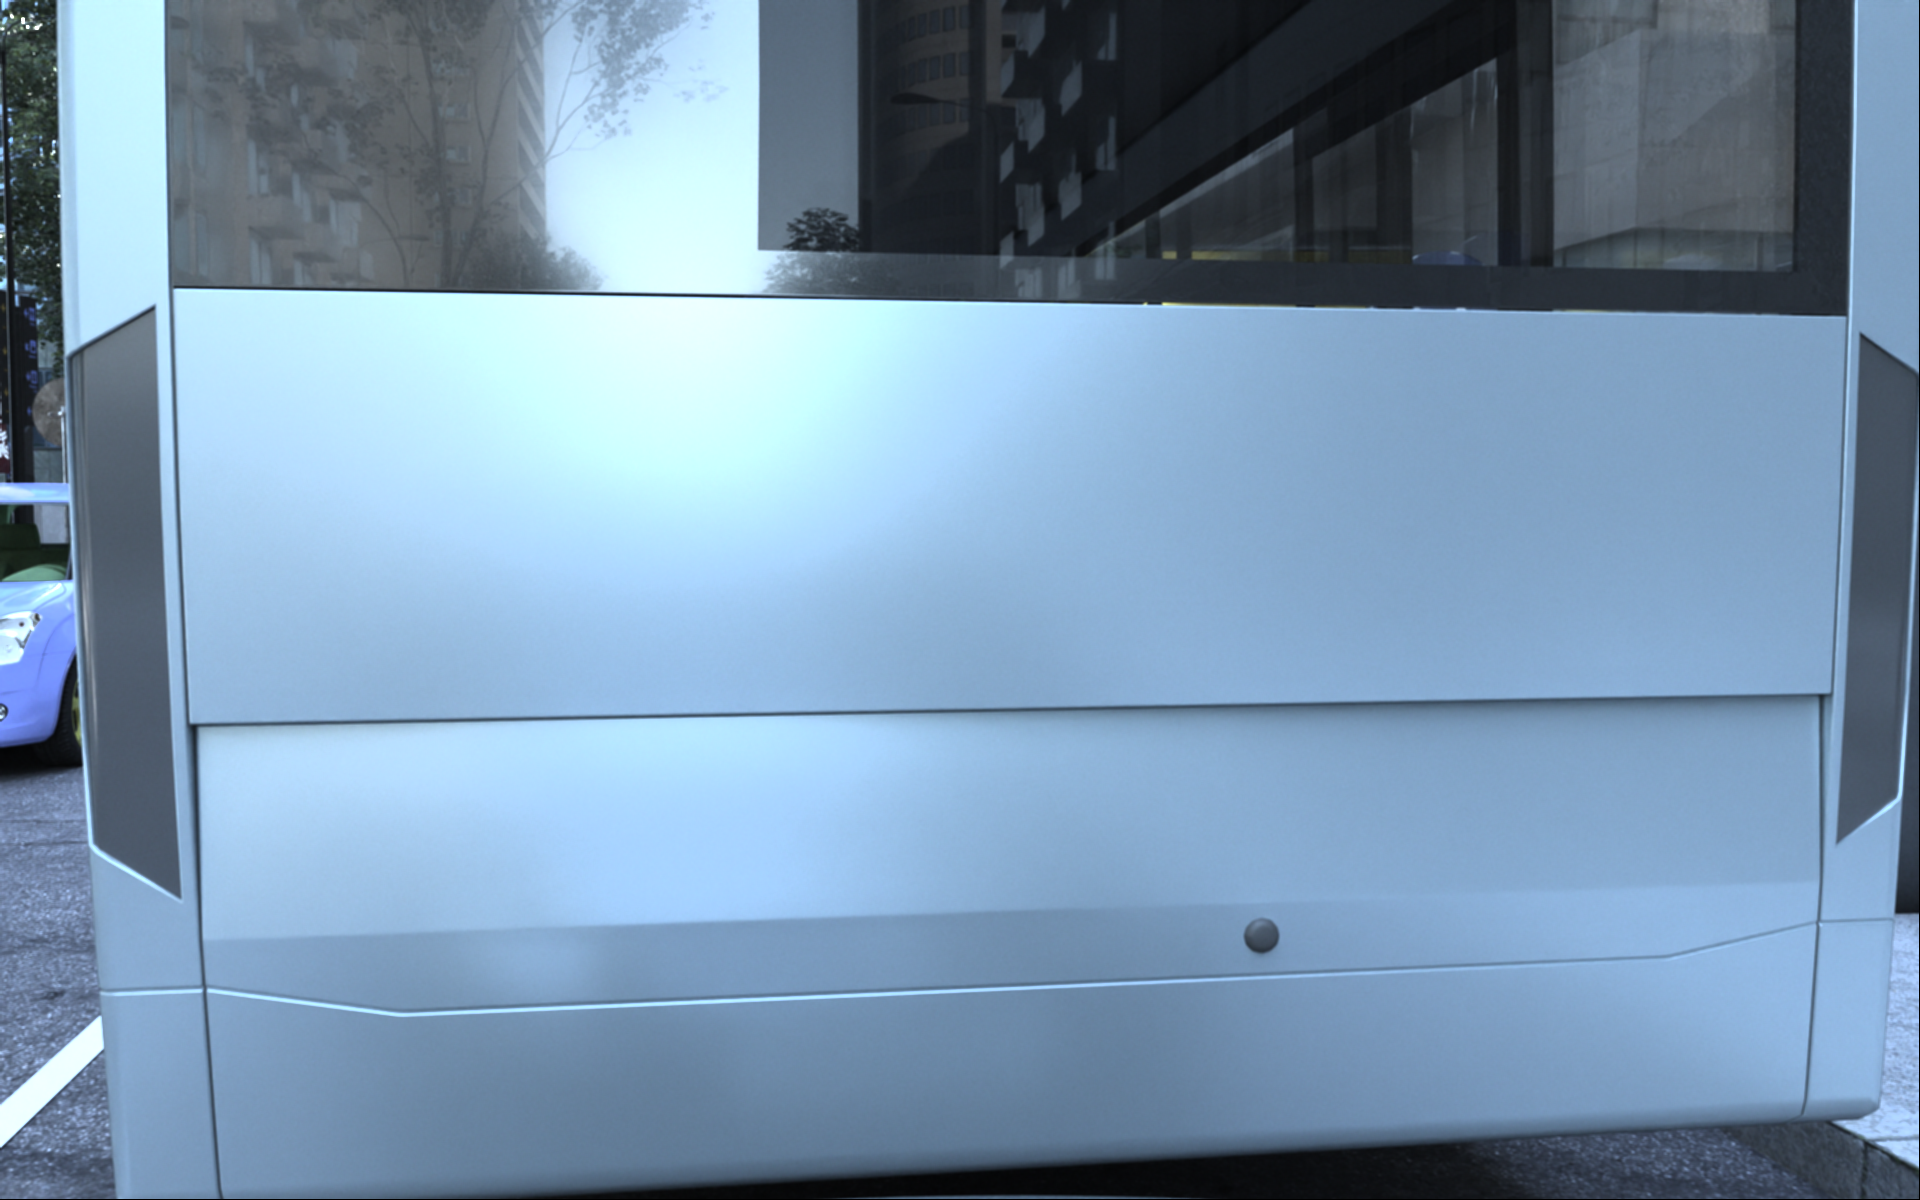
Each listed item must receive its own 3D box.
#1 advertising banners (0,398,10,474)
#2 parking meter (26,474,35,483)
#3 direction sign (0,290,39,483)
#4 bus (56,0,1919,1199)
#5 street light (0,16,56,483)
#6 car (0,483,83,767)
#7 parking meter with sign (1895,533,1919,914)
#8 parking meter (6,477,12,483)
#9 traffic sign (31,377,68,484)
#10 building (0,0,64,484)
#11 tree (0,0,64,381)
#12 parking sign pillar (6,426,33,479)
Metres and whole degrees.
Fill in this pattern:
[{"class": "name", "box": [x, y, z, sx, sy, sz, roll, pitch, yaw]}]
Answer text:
[{"class": "advertising banners", "box": [-12.598, -1.586, 22.124, 0.090, 3.025, 2.074, 0, 4, -2]}, {"class": "parking meter", "box": [-24.877, -2.477, 46.212, 0.399, 1.863, 0.255, -3, 5, -41]}, {"class": "direction sign", "box": [-10.675, -1.695, 19.709, 0.379, 3.537, 0.876, 0, 4, -4]}, {"class": "bus", "box": [-0.838, -0.856, 8.863, 2.948, 3.499, 13.247, -1, 4, -9]}, {"class": "street light", "box": [-8.513, -2.695, 16.605, 1.470, 5.913, 1.316, -1, 4, -9]}, {"class": "car", "box": [-5.592, -0.032, 10.109, 1.945, 1.707, 3.694, -1, 4, -8]}, {"class": "parking meter with sign", "box": [2.986, -0.568, 5.547, 0.543, 3.016, 1.738, 0, 4, -2]}, {"class": "parking meter", "box": [-31.453, -3.168, 57.505, 0.255, 1.863, 0.399, 0, 4, -6]}, {"class": "traffic sign", "box": [-9.732, -1.149, 18.894, 0.768, 2.556, 0.104, 0, 4, -2]}, {"class": "building", "box": [-37.358, -47.216, 84.655, 22.319, 86.520, 31.000, -1, 4, -9]}, {"class": "tree", "box": [-12.386, -7.540, 29.941, 9.857, 13.997, 8.962, 0, 3, 0]}, {"class": "parking sign pillar", "box": [-35.587, -4.715, 65.569, 1.447, 3.967, 1.447, 0, 4, -1]}]
